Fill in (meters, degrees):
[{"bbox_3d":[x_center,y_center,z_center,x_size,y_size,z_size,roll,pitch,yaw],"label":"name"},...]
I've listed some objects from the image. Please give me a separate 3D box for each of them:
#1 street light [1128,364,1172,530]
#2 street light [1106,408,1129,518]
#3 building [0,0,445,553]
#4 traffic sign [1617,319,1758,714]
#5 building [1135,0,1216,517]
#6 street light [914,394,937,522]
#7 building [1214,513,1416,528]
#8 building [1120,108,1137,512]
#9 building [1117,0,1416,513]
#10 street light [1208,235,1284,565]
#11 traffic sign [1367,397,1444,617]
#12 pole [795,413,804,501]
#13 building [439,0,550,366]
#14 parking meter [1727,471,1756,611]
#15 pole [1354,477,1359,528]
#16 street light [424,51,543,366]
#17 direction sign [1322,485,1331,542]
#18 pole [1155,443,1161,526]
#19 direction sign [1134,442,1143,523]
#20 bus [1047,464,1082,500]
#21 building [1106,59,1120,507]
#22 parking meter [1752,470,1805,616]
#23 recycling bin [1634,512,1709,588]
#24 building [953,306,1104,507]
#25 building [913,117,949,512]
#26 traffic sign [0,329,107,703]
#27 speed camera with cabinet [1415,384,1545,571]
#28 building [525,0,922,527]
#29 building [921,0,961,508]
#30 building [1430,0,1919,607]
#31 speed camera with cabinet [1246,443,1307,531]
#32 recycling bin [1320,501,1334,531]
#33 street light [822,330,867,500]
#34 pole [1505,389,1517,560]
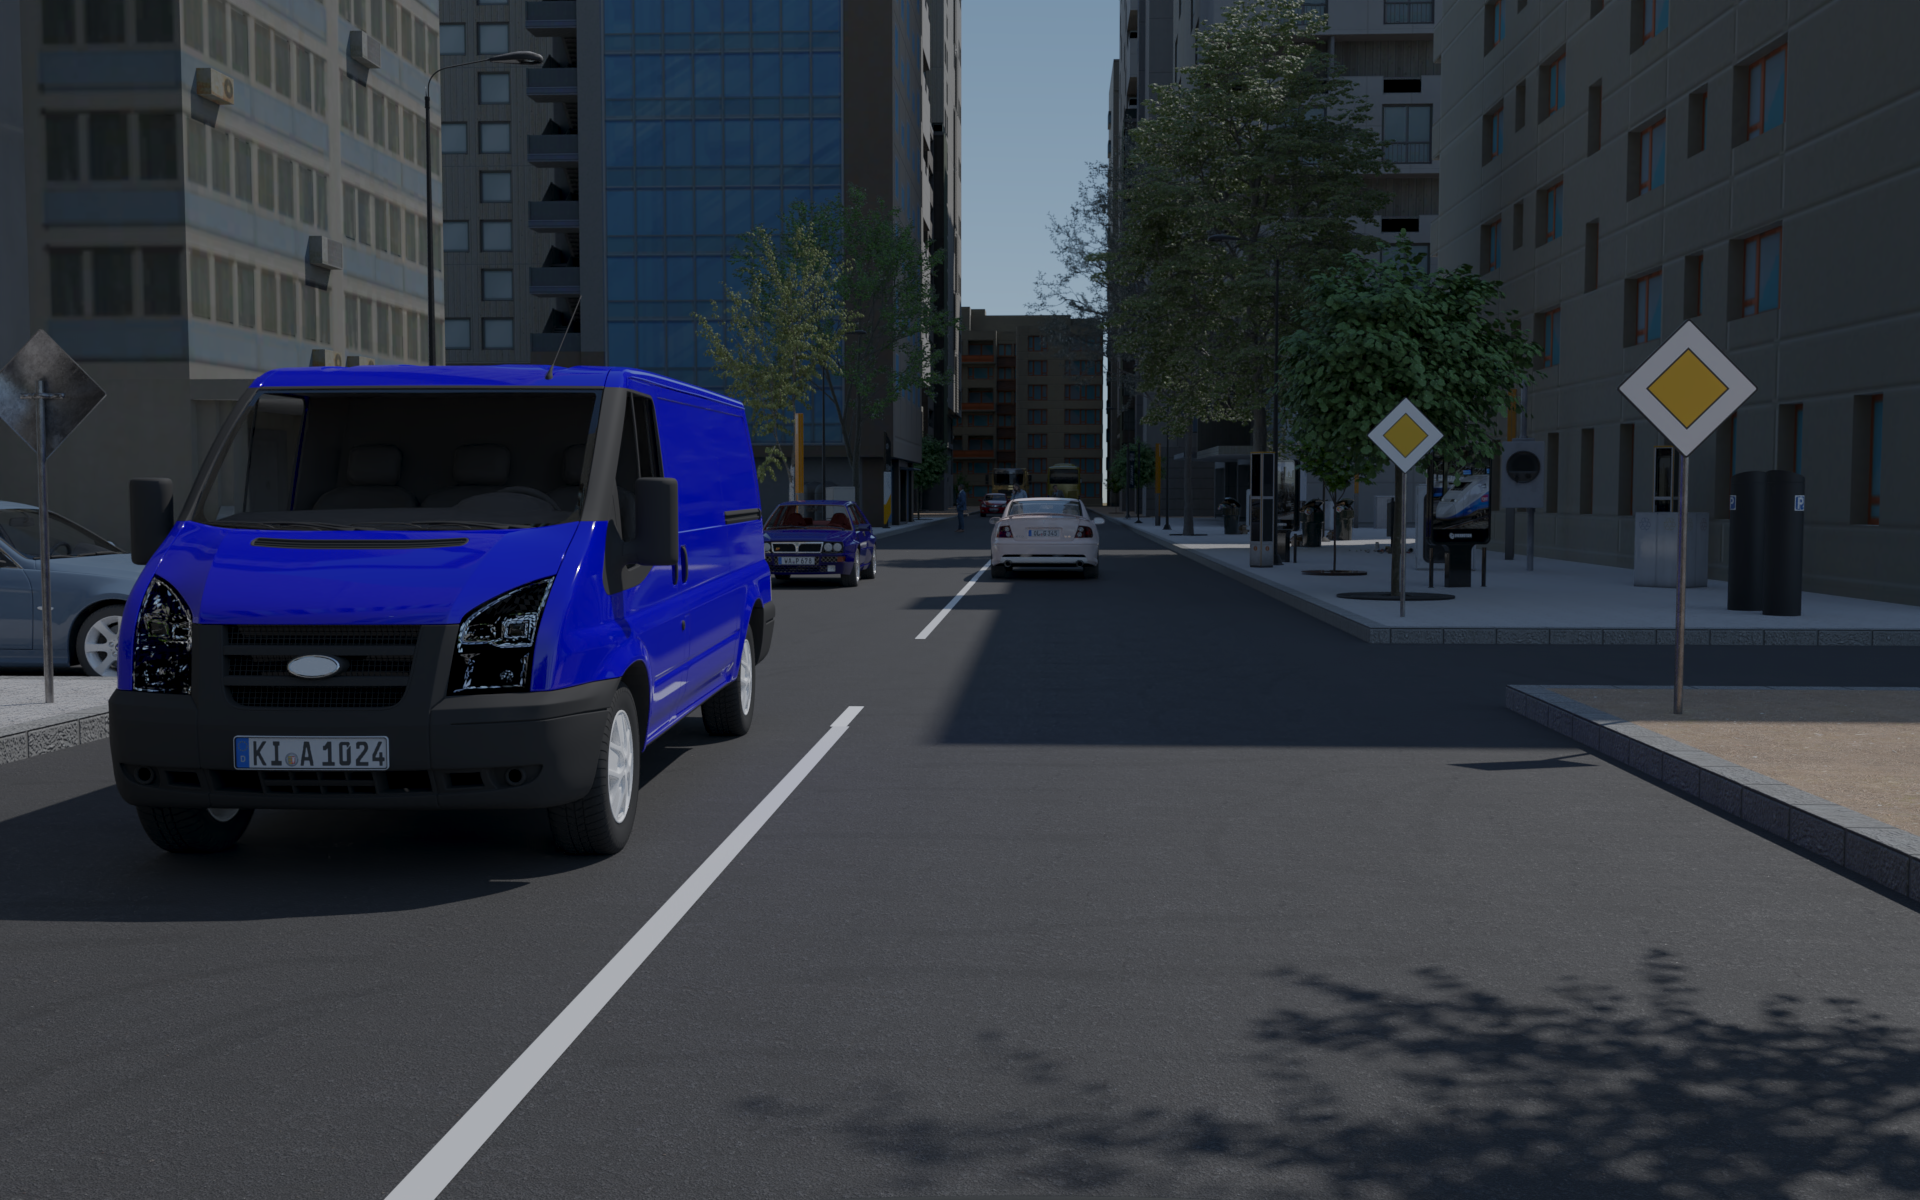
[{"bbox_3d":[6.905,-5.476,62.080,1.470,5.913,1.316,0,4,3],"label":"street light"},{"bbox_3d":[8.504,-7.369,93.022,1.470,5.913,1.316,0,4,3],"label":"street light"},{"bbox_3d":[-23.564,-20.745,31.065,32.217,40.220,23.993,0,4,3],"label":"building"},{"bbox_3d":[4.185,-0.391,10.039,0.795,2.450,0.064,0,4,3],"label":"traffic sign"},{"bbox_3d":[21.863,-34.779,110.642,21.231,58.520,28.212,0,4,3],"label":"building"},{"bbox_3d":[-1.746,-6.613,80.655,1.470,5.913,1.316,0,4,3],"label":"street light"},{"bbox_3d":[23.926,-29.873,77.668,28.713,52.752,27.495,0,4,3],"label":"building"},{"bbox_3d":[19.279,-22.085,132.787,14.160,30.474,14.107,0,4,3],"label":"building"},{"bbox_3d":[27.888,-34.464,152.723,28.713,52.752,27.495,0,4,3],"label":"building"},{"bbox_3d":[5.135,-3.584,31.147,1.470,5.913,1.316,0,4,3],"label":"street light"},{"bbox_3d":[4.615,-0.879,18.012,0.795,2.450,0.064,0,4,3],"label":"traffic sign"},{"bbox_3d":[-4.067,-3.060,43.872,0.158,3.312,0.155,0,3,0],"label":"pole"},{"bbox_3d":[-16.001,-31.741,108.198,28.713,52.752,27.495,0,4,3],"label":"building"},{"bbox_3d":[8.688,-0.654,19.107,0.372,1.533,0.369,0,3,0],"label":"parking meter"},{"bbox_3d":[14.900,-4.357,65.081,0.158,3.312,0.155,0,3,0],"label":"pole"},{"bbox_3d":[-5.074,-2.803,18.371,1.470,5.913,1.316,0,4,3],"label":"street light"},{"bbox_3d":[9.794,-3.338,46.574,0.876,3.537,0.379,3,5,44],"label":"direction sign"},{"bbox_3d":[7.981,-4.645,69.793,0.158,3.312,0.155,0,3,0],"label":"pole"},{"bbox_3d":[7.856,-5.144,76.109,0.379,3.537,0.876,0,4,1],"label":"direction sign"},{"bbox_3d":[8.389,-9.046,139.440,2.896,3.916,12.252,0,4,4],"label":"bus"},{"bbox_3d":[26.510,-34.371,185.667,21.600,48.544,21.300,0,4,3],"label":"building"},{"bbox_3d":[8.706,-0.605,18.306,0.372,1.533,0.369,0,3,0],"label":"parking meter"},{"bbox_3d":[9.841,-0.698,23.961,0.722,1.027,0.722,-3,4,-37],"label":"recycling bin"},{"bbox_3d":[1.020,-21.232,192.190,28.899,21.520,27.650,0,4,3],"label":"building"},{"bbox_3d":[-8.324,-21.869,129.258,14.160,30.474,14.107,0,4,3],"label":"building"},{"bbox_3d":[-5.594,-0.425,10.584,0.795,2.450,0.064,0,4,3],"label":"traffic sign"},{"bbox_3d":[8.693,-2.119,28.974,2.038,3.252,0.660,1,4,17],"label":"speed camera with cabinet"},{"bbox_3d":[-9.043,-25.814,72.162,14.600,45.320,14.200,0,4,3],"label":"building"},{"bbox_3d":[-13.502,-34.564,154.358,27.495,52.752,28.713,0,4,3],"label":"building"},{"bbox_3d":[26.038,-11.358,30.750,28.899,21.520,27.650,0,4,3],"label":"building"},{"bbox_3d":[10.953,-4.016,59.995,2.038,3.252,0.660,3,4,37],"label":"speed camera with cabinet"},{"bbox_3d":[12.866,-2.974,61.175,0.722,1.027,0.722,2,4,31],"label":"recycling bin"},{"bbox_3d":[-3.344,-4.695,49.306,1.470,5.913,1.316,0,4,3],"label":"street light"},{"bbox_3d":[10.714,-2.436,33.672,0.158,3.312,0.155,0,3,0],"label":"pole"}]
